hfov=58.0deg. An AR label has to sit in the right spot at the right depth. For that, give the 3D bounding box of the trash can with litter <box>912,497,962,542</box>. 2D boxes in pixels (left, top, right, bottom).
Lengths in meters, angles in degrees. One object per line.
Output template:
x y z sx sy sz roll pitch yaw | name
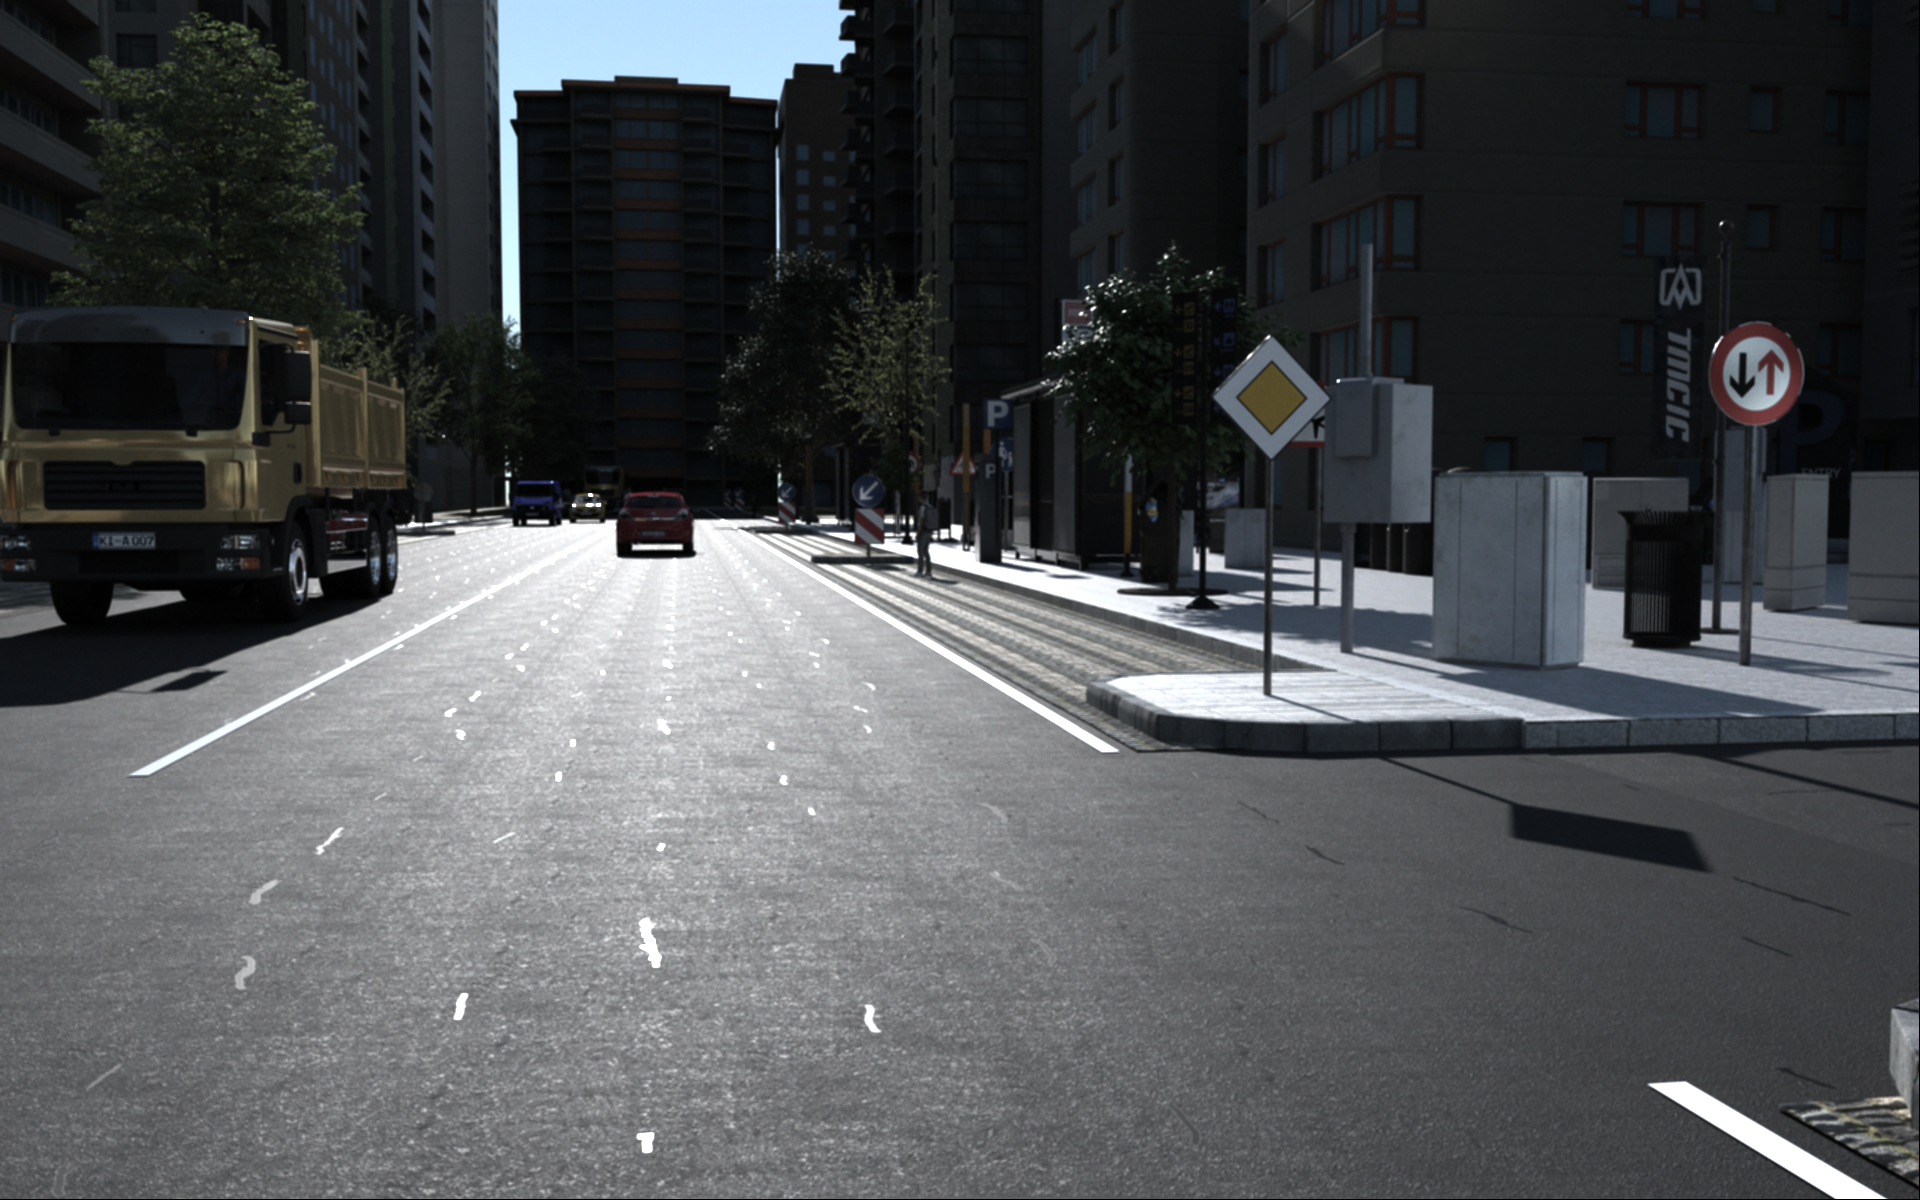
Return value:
-0.561 -2.179 46.677 1.678 1.210 2.233 -3 4 -36 | trash can with litter

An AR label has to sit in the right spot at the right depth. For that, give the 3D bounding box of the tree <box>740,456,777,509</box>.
-16.833 -9.852 144.789 4.285 4.588 4.351 0 3 0 | tree

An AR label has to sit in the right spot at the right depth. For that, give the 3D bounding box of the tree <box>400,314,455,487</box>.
-22.910 -7.317 69.988 4.360 8.622 3.978 0 3 0 | tree

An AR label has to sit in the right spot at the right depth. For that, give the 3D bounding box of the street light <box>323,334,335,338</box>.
-18.795 -4.750 50.201 1.470 5.913 1.316 -1 4 -9 | street light

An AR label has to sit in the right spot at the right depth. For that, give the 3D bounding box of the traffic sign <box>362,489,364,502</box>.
-25.098 -4.450 72.766 0.884 2.594 0.081 0 4 -1 | traffic sign

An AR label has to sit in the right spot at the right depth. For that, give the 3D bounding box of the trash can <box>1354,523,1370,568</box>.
7.131 -1.148 30.420 0.748 1.137 0.748 0 3 0 | trash can

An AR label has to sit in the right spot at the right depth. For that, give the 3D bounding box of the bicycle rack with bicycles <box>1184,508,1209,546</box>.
5.824 -1.839 43.446 2.925 0.926 2.852 1 4 19 | bicycle rack with bicycles

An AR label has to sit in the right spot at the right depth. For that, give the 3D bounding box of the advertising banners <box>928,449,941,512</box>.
-0.996 -4.370 67.633 0.090 3.025 2.074 -1 4 -14 | advertising banners

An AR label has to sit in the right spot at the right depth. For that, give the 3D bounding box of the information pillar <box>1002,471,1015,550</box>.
1.099 -2.181 40.156 0.304 2.012 0.304 -3 5 -42 | information pillar

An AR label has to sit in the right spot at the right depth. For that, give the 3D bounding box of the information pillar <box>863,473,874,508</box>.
-3.251 -3.482 61.416 0.304 2.012 0.304 1 4 14 | information pillar

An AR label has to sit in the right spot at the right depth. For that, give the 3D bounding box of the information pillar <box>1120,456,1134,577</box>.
2.594 -2.164 26.730 0.183 3.616 0.504 0 4 2 | information pillar

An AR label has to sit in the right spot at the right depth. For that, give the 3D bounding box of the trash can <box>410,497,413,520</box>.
-25.821 -4.218 80.619 0.748 1.137 0.748 0 3 0 | trash can

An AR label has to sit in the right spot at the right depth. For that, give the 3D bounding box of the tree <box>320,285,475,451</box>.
-25.378 -8.776 77.892 7.601 10.594 8.767 0 4 1 | tree

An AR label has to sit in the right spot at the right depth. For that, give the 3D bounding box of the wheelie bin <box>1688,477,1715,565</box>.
13.751 -1.452 31.641 0.693 1.594 0.980 0 4 -1 | wheelie bin

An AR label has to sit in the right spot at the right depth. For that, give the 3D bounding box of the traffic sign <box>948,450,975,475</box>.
0.118 -2.951 48.257 0.884 2.594 0.081 0 4 -4 | traffic sign

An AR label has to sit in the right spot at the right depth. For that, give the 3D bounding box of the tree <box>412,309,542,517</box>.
-27.311 -10.490 97.259 9.928 11.665 9.643 0 3 0 | tree

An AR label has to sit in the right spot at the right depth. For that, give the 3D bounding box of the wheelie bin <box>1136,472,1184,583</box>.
2.923 -1.060 25.244 0.693 1.594 0.980 0 4 4 | wheelie bin

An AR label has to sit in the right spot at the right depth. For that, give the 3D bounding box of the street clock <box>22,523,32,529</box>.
-15.807 -1.518 29.391 0.471 2.002 0.358 0 4 -1 | street clock

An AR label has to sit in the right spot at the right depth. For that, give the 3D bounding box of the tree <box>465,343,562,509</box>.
-33.949 -12.946 129.790 7.486 12.596 7.792 0 3 0 | tree

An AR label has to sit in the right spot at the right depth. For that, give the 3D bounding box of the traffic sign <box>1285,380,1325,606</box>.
4.098 -1.213 19.831 0.884 2.594 0.081 0 3 0 | traffic sign

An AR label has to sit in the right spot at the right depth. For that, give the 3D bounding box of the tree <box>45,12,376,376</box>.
-17.584 -7.538 41.381 7.486 12.596 7.792 0 3 0 | tree

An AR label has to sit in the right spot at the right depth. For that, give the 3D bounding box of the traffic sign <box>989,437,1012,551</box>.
1.025 -2.374 38.916 0.768 2.556 0.104 0 4 -3 | traffic sign

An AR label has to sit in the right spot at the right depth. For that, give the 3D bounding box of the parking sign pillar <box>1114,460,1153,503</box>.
5.106 -3.824 50.987 1.447 3.967 1.447 -3 4 -36 | parking sign pillar

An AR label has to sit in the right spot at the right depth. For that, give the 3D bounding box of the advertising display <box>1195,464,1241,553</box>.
5.580 -1.973 37.469 0.974 1.923 0.123 0 4 7 | advertising display

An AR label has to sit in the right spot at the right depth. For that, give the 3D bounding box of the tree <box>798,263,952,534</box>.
-2.103 -6.376 54.618 4.360 8.622 3.978 0 3 0 | tree

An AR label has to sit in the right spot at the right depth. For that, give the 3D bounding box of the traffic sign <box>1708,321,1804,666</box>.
5.878 -0.782 12.898 0.768 2.556 0.104 -1 4 -9 | traffic sign

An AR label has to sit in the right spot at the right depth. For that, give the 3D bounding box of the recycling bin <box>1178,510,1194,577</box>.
3.245 -0.892 27.145 0.722 1.027 0.722 0 4 -3 | recycling bin

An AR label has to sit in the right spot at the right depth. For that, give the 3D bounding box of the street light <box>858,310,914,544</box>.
-1.878 -4.368 43.958 1.470 5.913 1.316 -1 4 -9 | street light

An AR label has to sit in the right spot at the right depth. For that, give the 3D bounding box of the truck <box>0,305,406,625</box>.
-8.917 -1.547 21.221 3.469 3.379 9.791 -1 4 -8 | truck

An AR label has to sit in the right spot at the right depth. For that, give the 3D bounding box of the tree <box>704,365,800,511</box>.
-15.512 -12.564 131.178 9.928 11.665 9.643 0 3 0 | tree

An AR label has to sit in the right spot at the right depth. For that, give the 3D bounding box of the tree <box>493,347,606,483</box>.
-36.069 -14.959 151.233 9.857 13.997 8.962 0 3 0 | tree

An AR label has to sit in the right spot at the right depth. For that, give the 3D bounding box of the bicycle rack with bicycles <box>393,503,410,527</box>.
-23.045 -3.355 68.235 2.852 0.926 2.925 -2 4 -23 | bicycle rack with bicycles

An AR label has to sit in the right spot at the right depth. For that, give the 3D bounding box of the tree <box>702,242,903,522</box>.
-7.015 -9.921 79.221 9.611 12.733 9.660 0 3 0 | tree

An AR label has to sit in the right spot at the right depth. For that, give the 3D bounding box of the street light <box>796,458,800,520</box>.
-8.588 -6.902 85.384 1.470 5.913 1.316 -1 4 -9 | street light

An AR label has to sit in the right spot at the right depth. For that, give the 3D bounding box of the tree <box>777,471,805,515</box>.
-10.484 -6.982 108.765 1.663 3.219 1.824 0 3 0 | tree

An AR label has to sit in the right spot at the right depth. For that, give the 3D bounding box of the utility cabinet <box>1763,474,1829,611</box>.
9.276 -0.645 19.229 0.318 1.500 1.173 3 5 43 | utility cabinet

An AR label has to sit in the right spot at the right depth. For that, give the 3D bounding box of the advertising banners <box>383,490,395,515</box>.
-21.343 -4.204 64.927 0.090 3.025 2.074 0 4 -5 | advertising banners

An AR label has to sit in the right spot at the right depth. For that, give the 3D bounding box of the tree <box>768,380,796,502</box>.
-10.456 -9.345 103.157 4.360 8.622 3.978 0 3 0 | tree

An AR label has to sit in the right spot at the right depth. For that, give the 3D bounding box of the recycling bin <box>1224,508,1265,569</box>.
5.010 -1.069 30.034 0.722 1.027 0.722 1 4 20 | recycling bin

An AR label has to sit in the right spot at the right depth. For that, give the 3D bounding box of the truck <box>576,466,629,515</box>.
-24.758 -7.622 120.545 3.469 3.379 9.791 -1 4 -10 | truck

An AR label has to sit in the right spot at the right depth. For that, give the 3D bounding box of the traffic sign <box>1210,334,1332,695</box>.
1.960 -0.450 10.999 0.795 2.450 0.064 -1 4 -9 | traffic sign

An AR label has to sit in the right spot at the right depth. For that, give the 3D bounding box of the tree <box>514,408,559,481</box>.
-35.464 -11.797 143.245 4.360 8.622 3.978 0 3 0 | tree

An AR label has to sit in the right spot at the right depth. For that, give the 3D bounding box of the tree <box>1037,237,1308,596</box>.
2.723 -2.367 22.415 4.285 4.588 4.351 0 3 0 | tree

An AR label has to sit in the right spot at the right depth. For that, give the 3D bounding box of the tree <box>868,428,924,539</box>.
-1.787 -3.411 50.365 1.663 3.219 1.824 0 3 0 | tree

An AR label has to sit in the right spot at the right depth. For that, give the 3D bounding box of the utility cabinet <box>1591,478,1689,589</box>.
9.126 -0.892 23.267 1.173 1.500 0.318 1 4 17 | utility cabinet

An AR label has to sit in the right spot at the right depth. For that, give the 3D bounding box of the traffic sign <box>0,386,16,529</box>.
-18.221 -2.376 32.716 2.265 3.308 0.079 0 4 -3 | traffic sign

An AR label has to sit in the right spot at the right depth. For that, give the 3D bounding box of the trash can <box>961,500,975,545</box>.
0.388 -1.952 43.576 0.748 1.137 0.748 0 3 0 | trash can

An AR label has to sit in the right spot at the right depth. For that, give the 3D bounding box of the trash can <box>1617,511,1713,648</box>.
5.923 -0.180 14.590 0.748 1.137 0.748 0 3 0 | trash can

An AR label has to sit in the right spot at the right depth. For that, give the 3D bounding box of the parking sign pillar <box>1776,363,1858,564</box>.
16.070 -2.694 32.514 1.447 3.967 1.447 -3 5 -45 | parking sign pillar

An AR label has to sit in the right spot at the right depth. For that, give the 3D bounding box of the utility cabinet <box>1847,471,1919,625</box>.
9.338 -0.502 16.894 0.318 1.500 1.173 -2 4 -35 | utility cabinet

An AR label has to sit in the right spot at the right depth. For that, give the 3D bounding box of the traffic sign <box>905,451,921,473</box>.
-1.550 -3.152 51.638 0.768 2.556 0.104 0 4 -1 | traffic sign
